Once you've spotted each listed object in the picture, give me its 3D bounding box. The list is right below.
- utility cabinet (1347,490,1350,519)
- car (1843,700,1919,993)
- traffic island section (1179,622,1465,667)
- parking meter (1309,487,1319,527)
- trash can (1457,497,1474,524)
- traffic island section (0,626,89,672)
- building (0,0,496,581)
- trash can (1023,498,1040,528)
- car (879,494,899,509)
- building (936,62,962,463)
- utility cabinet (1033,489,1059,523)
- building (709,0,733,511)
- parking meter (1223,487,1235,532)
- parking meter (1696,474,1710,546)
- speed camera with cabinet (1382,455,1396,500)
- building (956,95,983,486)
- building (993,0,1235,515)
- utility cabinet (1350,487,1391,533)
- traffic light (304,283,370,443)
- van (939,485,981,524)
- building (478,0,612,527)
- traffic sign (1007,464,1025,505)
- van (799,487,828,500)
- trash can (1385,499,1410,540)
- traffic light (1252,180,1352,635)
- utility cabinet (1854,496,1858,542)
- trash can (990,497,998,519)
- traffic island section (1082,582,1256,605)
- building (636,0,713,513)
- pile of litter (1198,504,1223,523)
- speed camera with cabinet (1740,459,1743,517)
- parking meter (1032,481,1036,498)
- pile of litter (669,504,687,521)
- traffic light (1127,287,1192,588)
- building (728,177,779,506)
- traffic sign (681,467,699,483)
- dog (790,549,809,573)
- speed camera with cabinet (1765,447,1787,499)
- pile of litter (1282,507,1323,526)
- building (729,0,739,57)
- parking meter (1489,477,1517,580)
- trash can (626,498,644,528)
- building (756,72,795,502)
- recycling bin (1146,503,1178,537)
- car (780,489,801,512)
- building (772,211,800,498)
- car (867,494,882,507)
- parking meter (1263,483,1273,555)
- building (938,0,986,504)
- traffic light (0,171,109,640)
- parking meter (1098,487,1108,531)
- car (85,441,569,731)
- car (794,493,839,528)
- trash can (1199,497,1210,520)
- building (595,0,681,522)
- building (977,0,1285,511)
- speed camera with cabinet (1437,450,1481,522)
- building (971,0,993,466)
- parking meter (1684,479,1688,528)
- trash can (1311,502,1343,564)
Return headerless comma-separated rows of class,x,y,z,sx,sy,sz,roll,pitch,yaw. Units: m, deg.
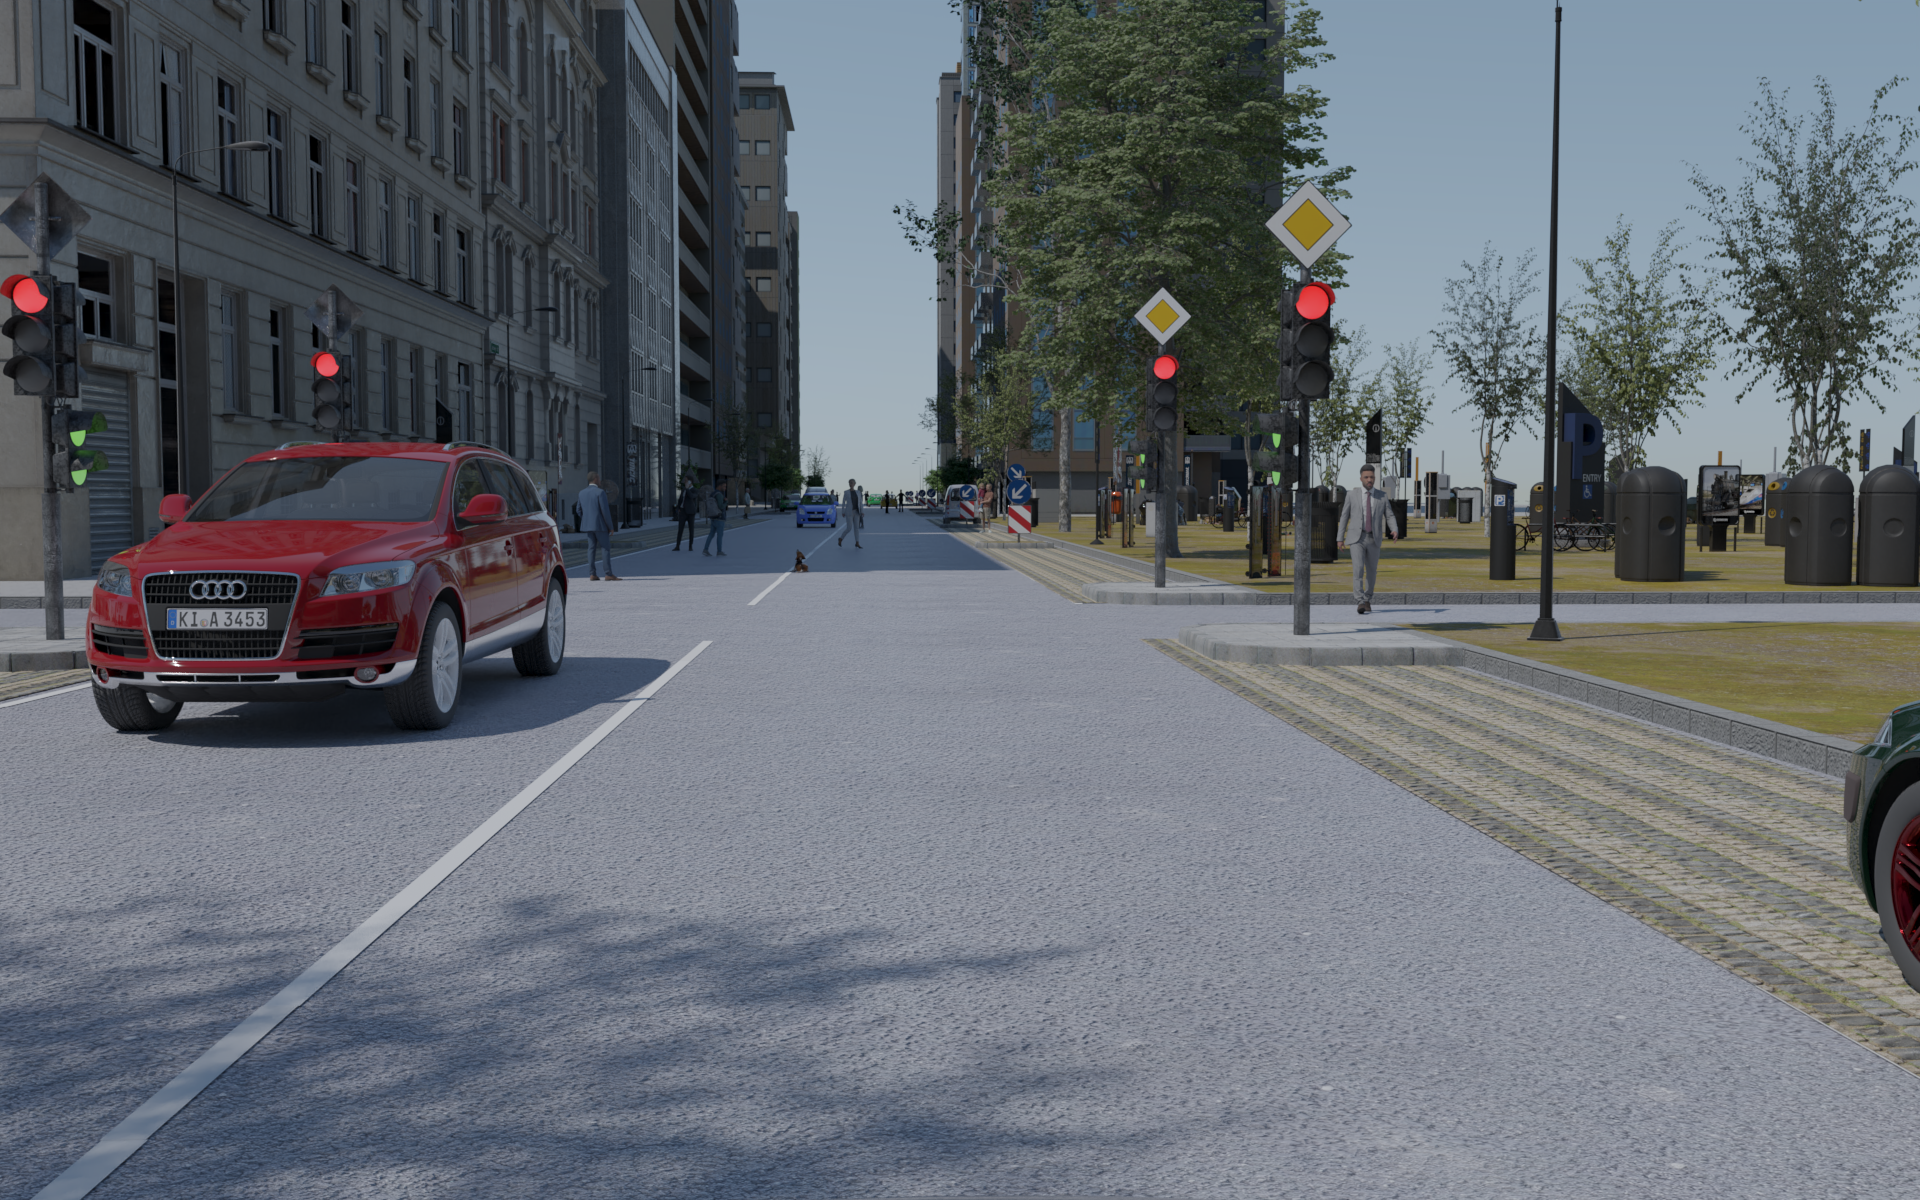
utility cabinet,19.481,-4.878,88.426,1.173,1.500,0.318,-2,4,-35
car,3.602,0.377,3.618,2.009,1.686,4.222,0,4,-2
traffic island section,3.134,0.397,15.783,2.009,0.180,2.903,0,4,-3
parking meter,13.602,-3.558,66.580,0.372,1.533,0.369,0,3,0
trash can,21.890,-3.877,75.035,0.748,1.137,0.748,0,3,0
traffic island section,-7.996,0.428,15.277,2.009,0.180,2.903,0,4,-3
building,-21.287,-12.562,38.670,16.112,22.955,30.059,0,4,-3
trash can,2.712,-3.360,66.586,0.748,1.137,0.748,0,3,0
car,-6.901,-9.676,168.418,2.015,1.641,3.980,0,4,-3
building,7.247,-42.929,243.891,21.231,58.520,28.212,0,4,-3
utility cabinet,3.786,-4.153,76.574,1.173,1.500,0.318,-2,4,-26
building,-24.236,-29.120,126.224,14.600,45.320,14.200,0,4,-3
parking meter,9.128,-3.083,58.811,0.372,1.533,0.369,0,3,0
parking meter,18.293,-2.249,42.475,0.399,1.863,0.255,0,4,0
speed camera with cabinet,21.933,-5.800,89.170,0.660,3.252,2.038,0,4,1
building,6.739,-33.107,191.412,14.600,45.320,14.200,0,4,-3
building,9.527,-28.366,113.893,14.600,45.320,14.200,0,4,-3
utility cabinet,13.473,-2.937,56.694,1.173,1.500,0.318,0,4,4
traffic light,-8.322,-2.092,23.121,0.839,4.253,0.868,0,4,-3
van,0.084,-4.402,78.988,2.013,2.044,4.112,0,4,-2
building,-21.700,-17.025,65.752,14.401,28.519,23.554,0,4,-3
traffic sign,2.355,-4.429,72.512,0.768,2.556,0.104,0,4,1
van,-8.598,-5.913,103.693,2.013,2.044,4.112,0,4,-4
trash can,12.349,-2.286,49.025,0.748,1.137,0.748,0,3,0
traffic light,3.094,-1.636,15.667,0.839,4.253,0.868,0,4,-3
utility cabinet,24.299,-2.124,45.895,1.020,1.237,0.306,2,4,35
trash can,1.638,-4.758,89.441,0.748,1.137,0.748,0,3,0
traffic island section,2.767,-0.090,23.759,2.009,0.180,2.903,0,4,-3
building,-27.262,-29.598,107.631,21.300,48.544,21.600,0,4,-3
pile of litter,11.390,-3.855,76.997,1.719,0.858,1.176,0,4,-4
speed camera with cabinet,44.417,-6.356,98.248,0.660,3.252,2.038,2,4,28
parking meter,3.205,-4.394,77.556,0.399,1.863,0.255,0,4,-2
pile of litter,-13.177,-4.158,81.954,1.176,0.858,1.719,-1,4,-12
traffic light,2.726,-2.124,23.643,0.839,4.253,0.868,0,4,-3
building,-36.924,-30.761,194.821,32.217,40.220,23.993,0,4,-3
traffic sign,-12.950,-5.083,83.105,0.884,2.594,0.081,0,4,-1
dog,-3.001,-0.709,31.781,0.550,0.427,0.748,2,4,26
speed camera with cabinet,34.737,-4.764,72.220,2.038,3.252,0.660,3,5,45
pile of litter,13.901,-3.441,70.223,1.176,0.858,1.719,-2,4,-31
building,-32.902,-34.079,146.430,28.713,52.752,27.495,0,4,-3
parking meter,8.106,-1.066,25.843,0.372,1.533,0.369,0,3,0
trash can,-12.341,-3.302,65.641,0.748,1.137,0.748,0,3,0
building,-35.856,-38.614,220.578,28.713,52.752,27.495,0,4,-3
recycling bin,5.994,-2.376,51.398,0.722,1.027,0.722,3,4,36
car,-13.371,-7.876,137.569,1.959,1.807,4.718,0,4,-2
building,-29.826,-34.219,243.082,14.154,41.232,14.086,0,4,-3
car,-9.249,-11.121,190.625,1.959,1.807,4.718,0,4,-4
parking meter,6.596,-1.739,36.848,0.372,1.533,0.369,0,3,0
building,8.967,-55.060,212.902,22.319,86.520,31.000,0,4,-3
traffic light,-7.955,-1.604,15.144,0.839,4.253,0.868,0,4,-3
parking meter,4.915,-3.135,59.663,0.372,1.533,0.369,0,3,0
car,-4.169,-0.215,12.194,2.281,1.827,5.304,0,4,-1
car,-6.196,-3.990,74.833,1.945,1.707,3.694,0,4,-4
trash can,12.203,-4.540,85.884,0.748,1.137,0.748,0,3,0
building,-21.444,-16.499,87.774,12.078,24.808,19.932,0,4,-3
building,12.030,-42.346,130.609,20.563,71.187,20.611,0,4,-3
speed camera with cabinet,22.559,-5.153,78.580,2.038,3.252,0.660,0,4,6
building,12.497,-32.883,157.249,23.786,49.044,30.456,0,4,-3
parking meter,27.603,-3.706,66.297,0.255,1.863,0.399,-3,5,-43
trash can,6.677,-1.243,31.984,0.748,1.137,0.748,0,3,0
